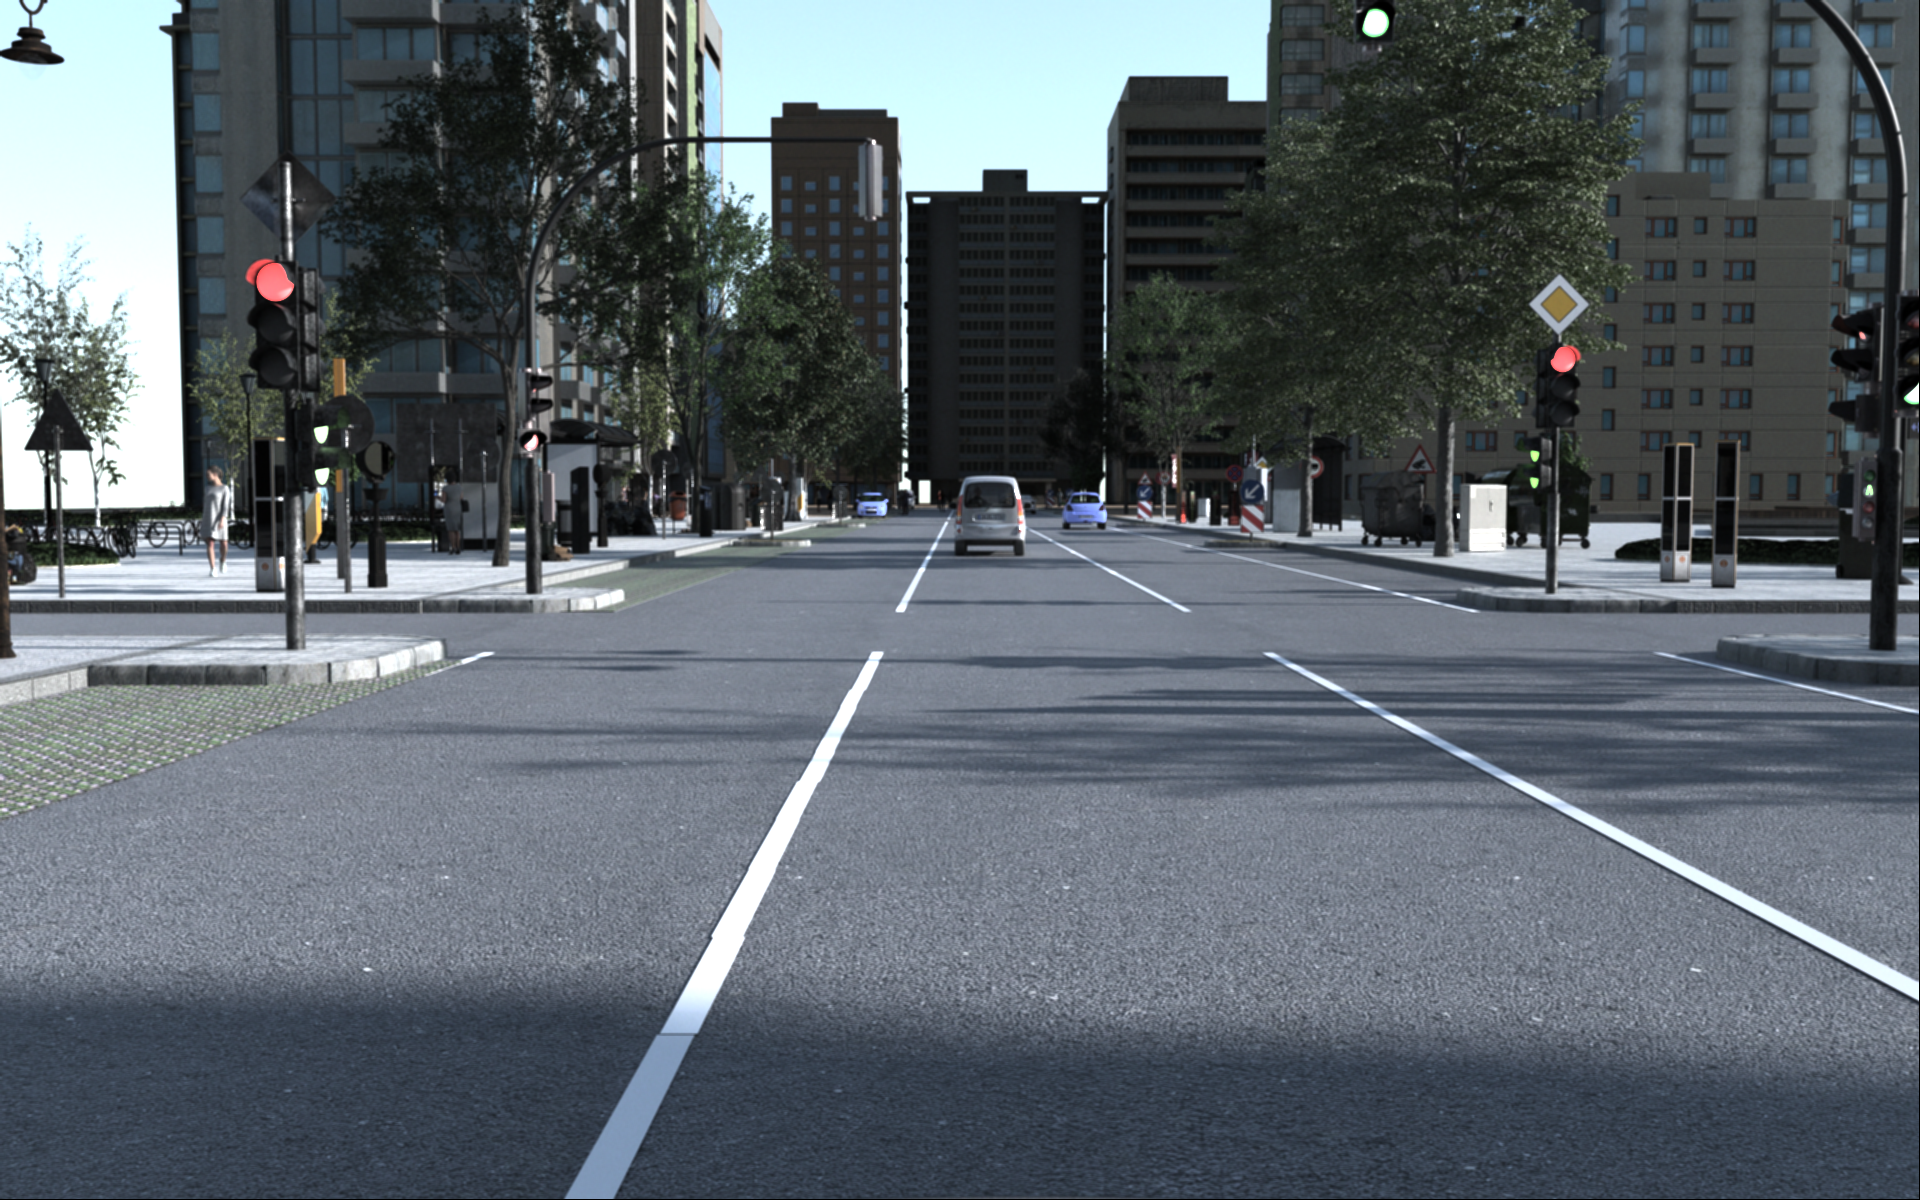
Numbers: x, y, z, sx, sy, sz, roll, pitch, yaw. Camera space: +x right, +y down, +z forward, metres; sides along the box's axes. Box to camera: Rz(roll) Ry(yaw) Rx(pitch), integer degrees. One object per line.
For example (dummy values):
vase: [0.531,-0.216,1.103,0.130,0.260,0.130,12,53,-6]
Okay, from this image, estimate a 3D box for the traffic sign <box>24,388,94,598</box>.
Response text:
traffic sign: [-11.088,-1.303,21.313,0.884,2.594,0.081,0,4,4]

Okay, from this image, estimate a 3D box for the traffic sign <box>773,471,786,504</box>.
traffic sign: [-9.983,-5.831,95.443,0.768,2.556,0.104,0,4,3]

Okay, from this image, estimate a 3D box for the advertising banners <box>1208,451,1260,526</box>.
advertising banners: [11.135,-4.544,70.478,2.074,3.025,0.090,0,4,3]

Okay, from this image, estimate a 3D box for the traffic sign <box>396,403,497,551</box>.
traffic sign: [-11.500,-2.748,38.800,2.265,3.308,0.079,0,4,2]

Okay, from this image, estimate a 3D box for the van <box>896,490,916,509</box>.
van: [-5.236,-9.850,168.059,2.013,2.044,4.112,0,4,-1]

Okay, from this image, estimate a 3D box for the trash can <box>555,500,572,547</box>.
trash can: [-9.443,-1.851,41.924,0.748,1.137,0.748,0,3,0]

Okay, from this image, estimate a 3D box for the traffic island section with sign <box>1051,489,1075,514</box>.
traffic island section with sign: [7.743,-7.077,124.331,1.989,1.847,2.006,0,3,0]

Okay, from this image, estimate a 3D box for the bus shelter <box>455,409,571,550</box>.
bus shelter: [-11.181,-2.950,42.149,2.014,3.302,5.546,0,3,0]

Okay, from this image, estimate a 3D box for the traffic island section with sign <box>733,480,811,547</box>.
traffic island section with sign: [-5.150,-2.388,47.665,1.989,1.847,2.006,0,3,0]

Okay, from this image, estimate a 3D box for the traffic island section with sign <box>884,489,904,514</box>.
traffic island section with sign: [-5.072,-7.063,124.109,1.989,1.847,2.006,0,3,0]

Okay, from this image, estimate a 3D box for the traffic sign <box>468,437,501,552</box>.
traffic sign: [-10.548,-2.341,38.377,0.768,2.556,0.104,1,4,9]

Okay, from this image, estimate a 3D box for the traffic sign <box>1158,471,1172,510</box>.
traffic sign: [11.517,-5.947,97.343,0.768,2.556,0.104,0,4,8]

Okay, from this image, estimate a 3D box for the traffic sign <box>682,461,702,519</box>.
traffic sign: [-10.183,-4.022,65.867,0.768,2.556,0.104,0,4,4]

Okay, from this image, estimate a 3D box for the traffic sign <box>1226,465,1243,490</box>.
traffic sign: [11.858,-4.570,74.823,0.768,2.556,0.104,1,4,9]

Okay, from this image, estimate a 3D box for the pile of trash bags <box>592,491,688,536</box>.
pile of trash bags: [-10.108,-2.712,54.092,3.447,1.369,1.912,-3,4,-36]

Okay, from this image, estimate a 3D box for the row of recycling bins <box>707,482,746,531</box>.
row of recycling bins: [-8.535,-3.389,62.521,1.069,1.692,3.534,-1,4,-20]

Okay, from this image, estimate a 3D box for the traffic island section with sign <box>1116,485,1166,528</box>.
traffic island section with sign: [7.700,-3.998,73.990,1.989,1.847,2.006,0,3,0]

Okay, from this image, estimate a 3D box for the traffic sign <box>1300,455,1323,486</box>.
traffic sign: [11.516,-3.468,56.803,0.768,2.556,0.104,0,4,8]

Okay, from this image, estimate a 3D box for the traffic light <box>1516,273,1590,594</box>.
traffic light: [7.597,-2.035,22.185,0.839,4.253,0.868,0,3,0]

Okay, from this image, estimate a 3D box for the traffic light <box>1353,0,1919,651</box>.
traffic light: [5.497,-2.409,14.061,4.771,5.953,1.251,0,3,0]

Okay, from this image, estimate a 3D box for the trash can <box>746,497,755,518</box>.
trash can: [-11.132,-4.878,91.414,0.748,1.137,0.748,0,3,0]

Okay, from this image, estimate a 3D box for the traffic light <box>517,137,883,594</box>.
traffic light: [-3.372,-2.908,22.216,4.771,5.953,1.251,0,3,0]

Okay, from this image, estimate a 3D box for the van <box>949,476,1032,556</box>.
van: [0.725,-2.118,41.642,2.013,2.044,4.112,0,4,1]

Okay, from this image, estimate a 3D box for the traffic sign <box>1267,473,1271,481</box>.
traffic sign: [12.771,-4.264,69.725,0.884,2.594,0.081,0,4,7]

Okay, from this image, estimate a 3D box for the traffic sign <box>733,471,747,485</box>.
traffic sign: [-11.853,-5.696,93.234,0.768,2.556,0.104,1,4,10]

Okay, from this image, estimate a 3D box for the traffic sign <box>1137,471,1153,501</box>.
traffic sign: [10.410,-5.959,97.431,0.884,2.594,0.081,0,4,1]

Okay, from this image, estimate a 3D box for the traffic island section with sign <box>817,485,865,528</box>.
traffic island section with sign: [-5.111,-4.036,74.620,1.989,1.847,2.006,0,3,0]

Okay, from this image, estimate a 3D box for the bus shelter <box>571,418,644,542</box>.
bus shelter: [-10.431,-3.366,48.962,2.014,3.302,5.546,0,4,0]

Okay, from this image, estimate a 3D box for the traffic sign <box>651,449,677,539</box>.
traffic sign: [-8.410,-2.999,49.142,0.768,2.556,0.104,1,4,9]

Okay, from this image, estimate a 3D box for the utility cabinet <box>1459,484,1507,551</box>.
utility cabinet: [11.657,-1.828,38.572,1.173,1.500,0.318,-2,4,-31]

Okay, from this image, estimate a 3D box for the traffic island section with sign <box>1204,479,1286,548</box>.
traffic island section with sign: [7.675,-2.341,46.898,1.989,1.847,2.006,0,3,0]

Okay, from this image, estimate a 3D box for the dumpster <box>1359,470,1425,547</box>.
dumpster: [10.668,-2.260,42.703,1.264,1.857,1.865,0,3,0]

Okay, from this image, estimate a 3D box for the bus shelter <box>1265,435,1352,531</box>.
bus shelter: [12.353,-4.155,61.865,2.014,3.302,5.546,0,3,0]

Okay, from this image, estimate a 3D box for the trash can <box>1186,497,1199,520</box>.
trash can: [11.484,-4.529,85.706,0.748,1.137,0.748,0,3,0]

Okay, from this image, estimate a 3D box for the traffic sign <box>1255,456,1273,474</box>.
traffic sign: [10.489,-3.691,60.077,0.795,2.593,0.064,0,4,2]

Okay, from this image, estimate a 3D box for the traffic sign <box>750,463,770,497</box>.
traffic sign: [-8.386,-4.450,72.763,0.884,2.594,0.081,1,4,9]

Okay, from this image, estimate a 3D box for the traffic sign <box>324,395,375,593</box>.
traffic sign: [-7.917,-1.359,22.332,0.768,2.556,0.104,0,4,3]

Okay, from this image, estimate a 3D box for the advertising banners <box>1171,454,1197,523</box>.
advertising banners: [9.826,-4.889,76.123,0.090,3.025,2.074,3,5,40]

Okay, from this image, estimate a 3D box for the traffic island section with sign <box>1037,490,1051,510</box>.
traffic island section with sign: [7.777,-8.725,151.286,1.989,1.847,2.006,0,3,0]

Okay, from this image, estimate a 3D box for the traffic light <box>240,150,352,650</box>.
traffic light: [-5.472,-1.546,14.198,0.839,4.253,0.868,0,3,0]

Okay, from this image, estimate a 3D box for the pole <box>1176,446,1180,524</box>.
pole: [9.341,-4.909,74.111,0.158,3.312,0.155,0,3,0]

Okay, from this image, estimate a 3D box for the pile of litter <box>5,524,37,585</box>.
pile of litter: [-13.753,-0.648,24.561,1.176,0.858,1.719,0,4,-1]

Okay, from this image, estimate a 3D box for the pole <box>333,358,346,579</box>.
pole: [-9.334,-1.975,26.131,0.158,3.312,0.155,0,3,0]

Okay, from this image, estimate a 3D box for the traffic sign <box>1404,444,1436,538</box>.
traffic sign: [11.928,-2.753,45.010,0.884,2.594,0.081,0,4,3]

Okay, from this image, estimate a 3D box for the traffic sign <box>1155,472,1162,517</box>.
traffic sign: [11.386,-5.970,97.712,0.768,2.556,0.104,1,4,10]

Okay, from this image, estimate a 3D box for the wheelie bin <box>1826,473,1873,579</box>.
wheelie bin: [13.671,-1.123,26.271,0.980,1.594,0.693,2,4,35]

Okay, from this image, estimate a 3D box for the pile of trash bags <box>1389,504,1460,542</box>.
pile of trash bags: [12.999,-2.323,47.739,1.912,1.369,3.447,-2,4,-27]

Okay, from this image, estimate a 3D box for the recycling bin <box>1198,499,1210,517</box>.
recycling bin: [13.538,-5.154,96.814,0.722,1.027,0.722,1,4,22]
